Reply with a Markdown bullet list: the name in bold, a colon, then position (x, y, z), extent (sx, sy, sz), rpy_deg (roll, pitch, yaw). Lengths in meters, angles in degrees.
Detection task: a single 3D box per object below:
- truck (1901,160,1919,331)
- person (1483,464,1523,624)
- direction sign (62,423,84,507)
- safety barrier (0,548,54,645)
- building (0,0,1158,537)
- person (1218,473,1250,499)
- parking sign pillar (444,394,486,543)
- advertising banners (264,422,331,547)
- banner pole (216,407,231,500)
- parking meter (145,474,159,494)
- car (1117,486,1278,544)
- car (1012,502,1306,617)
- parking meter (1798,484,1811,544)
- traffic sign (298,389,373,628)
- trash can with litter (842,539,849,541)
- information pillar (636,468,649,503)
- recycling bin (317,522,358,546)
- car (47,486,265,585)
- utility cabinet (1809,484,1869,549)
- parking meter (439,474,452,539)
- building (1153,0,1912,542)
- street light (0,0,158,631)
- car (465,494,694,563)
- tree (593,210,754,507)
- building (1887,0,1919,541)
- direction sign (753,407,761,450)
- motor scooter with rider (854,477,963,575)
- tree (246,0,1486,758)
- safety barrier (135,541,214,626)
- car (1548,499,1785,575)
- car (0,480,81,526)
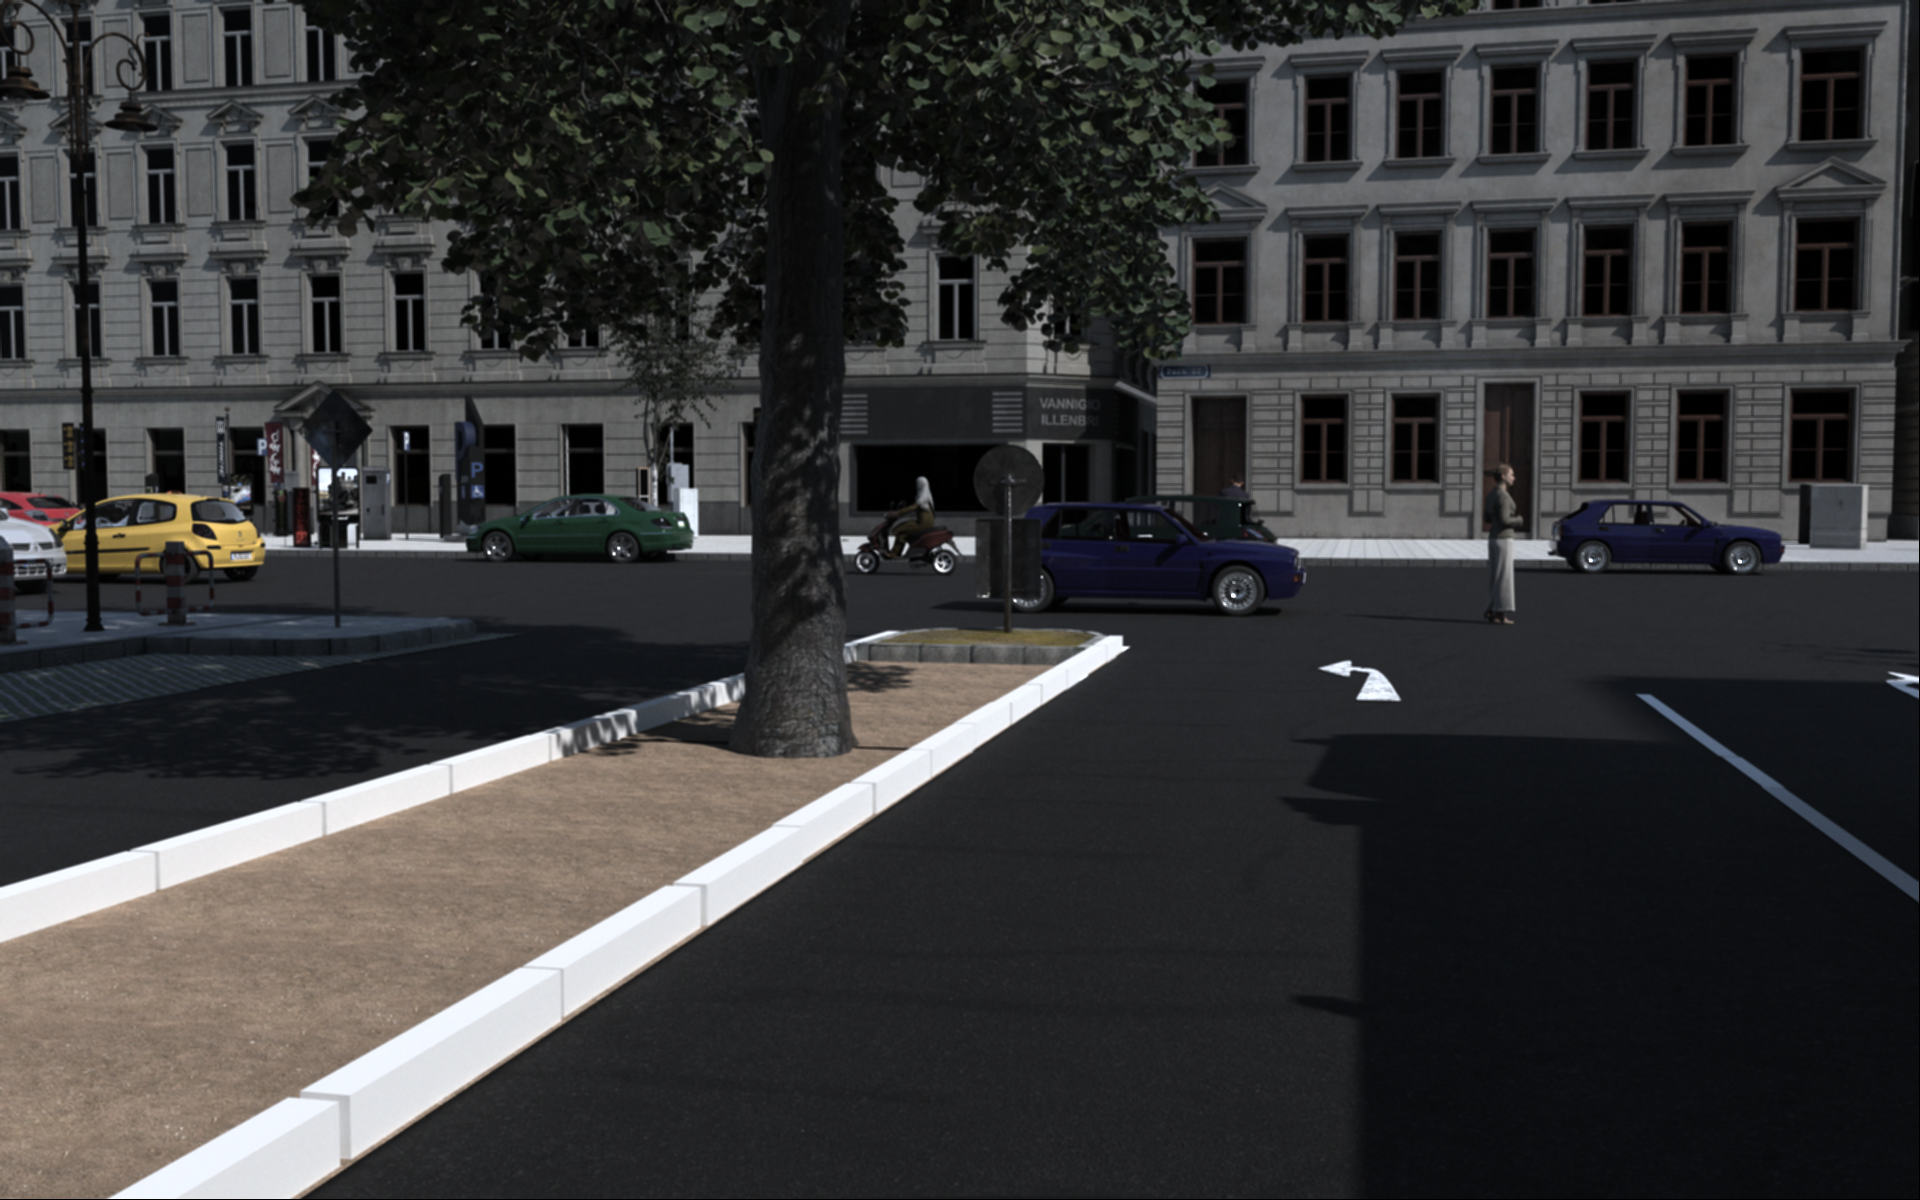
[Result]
- **truck**: position (5.035, -0.481, 3.796), extent (3.469, 3.379, 9.791), rpy_deg (1, 4, 13)
- **person**: position (6.004, -0.614, 19.089), extent (0.362, 1.759, 0.519), rpy_deg (0, 4, -4)
- **direction sign**: position (-28.063, -3.860, 55.112), extent (0.876, 3.537, 0.379), rpy_deg (0, 4, -3)
- **safety barrier**: position (-8.158, -0.031, 14.775), extent (0.300, 0.817, 1.120), rpy_deg (1, 4, 13)
- **building**: position (-14.951, -17.503, 62.588), extent (44.131, 29.872, 17.030), rpy_deg (1, 4, 13)
- **person**: position (4.376, -1.170, 28.084), extent (0.683, 1.767, 0.568), rpy_deg (1, 4, 11)
- **parking sign pillar**: position (-13.090, -3.538, 46.311), extent (1.447, 3.967, 1.447), rpy_deg (-2, 4, -31)
- **advertising banners**: position (-15.932, -2.798, 41.927), extent (2.074, 3.025, 0.090), rpy_deg (1, 4, 17)
- **banner pole**: position (-21.056, -3.644, 49.598), extent (0.401, 3.779, 0.863), rpy_deg (0, 4, 5)
- **parking meter**: position (-23.104, -2.682, 49.560), extent (0.255, 1.863, 0.399), rpy_deg (0, 4, -1)
- **car**: position (2.858, -1.051, 26.974), extent (4.222, 1.686, 2.009), rpy_deg (1, 4, 13)
- **car**: position (2.267, -0.532, 21.272), extent (3.894, 1.354, 1.945), rpy_deg (1, 4, 13)
- **parking meter**: position (21.794, -2.211, 44.555), extent (0.372, 1.533, 0.369), rpy_deg (0, 3, 0)
- **traffic sign**: position (-5.986, -0.793, 16.602), extent (0.795, 2.450, 0.064), rpy_deg (1, 4, 13)
- **trash can with litter**: position (-3.795, -2.187, 46.813), extent (2.233, 1.210, 1.678), rpy_deg (-3, 5, -40)
- **information pillar**: position (-8.904, -2.700, 48.631), extent (0.304, 2.012, 0.304), rpy_deg (-2, 4, -25)
- **recycling bin**: position (-15.552, -1.879, 43.273), extent (0.722, 1.027, 0.722), rpy_deg (2, 4, 34)
- **car**: position (-13.470, -1.107, 28.327), extent (3.980, 1.641, 2.015), rpy_deg (1, 4, 13)
- **utility cabinet**: position (20.380, -1.927, 40.180), extent (0.318, 1.500, 1.173), rpy_deg (-3, 4, -38)
- **parking meter**: position (-14.807, -2.698, 49.823), extent (0.255, 1.863, 0.399), rpy_deg (-2, 4, -33)
- **building**: position (16.423, -13.242, 52.661), extent (21.152, 22.565, 11.583), rpy_deg (1, 4, 13)
- **street light**: position (-8.126, -2.648, 16.075), extent (0.468, 5.910, 1.993), rpy_deg (1, 4, 13)
- **car**: position (-8.147, -1.539, 36.960), extent (4.920, 1.459, 2.131), rpy_deg (1, 4, 12)
- **tree**: position (-7.200, -5.603, 41.967), extent (4.360, 8.622, 3.978), rpy_deg (0, 3, 0)
- **building**: position (44.085, -14.015, 48.224), extent (34.723, 24.649, 14.460), rpy_deg (1, 4, 13)
- **direction sign**: position (-5.111, -3.254, 45.194), extent (0.379, 3.537, 0.876), rpy_deg (-3, 5, -42)
- **motor scooter with rider**: position (-0.909, -1.329, 30.693), extent (1.986, 1.779, 0.876), rpy_deg (1, 4, 13)
- **tree**: position (-0.922, -6.131, 9.350), extent (9.857, 13.997, 8.962), rpy_deg (0, 3, 0)
- **safety barrier**: position (-7.659, -0.162, 16.917), extent (0.300, 0.817, 1.120), rpy_deg (1, 4, 13)
- **car**: position (12.811, -1.160, 31.550), extent (3.894, 1.354, 1.945), rpy_deg (1, 4, 13)
- **car**: position (-22.406, -1.887, 39.896), extent (4.494, 1.783, 2.155), rpy_deg (1, 4, 13)
